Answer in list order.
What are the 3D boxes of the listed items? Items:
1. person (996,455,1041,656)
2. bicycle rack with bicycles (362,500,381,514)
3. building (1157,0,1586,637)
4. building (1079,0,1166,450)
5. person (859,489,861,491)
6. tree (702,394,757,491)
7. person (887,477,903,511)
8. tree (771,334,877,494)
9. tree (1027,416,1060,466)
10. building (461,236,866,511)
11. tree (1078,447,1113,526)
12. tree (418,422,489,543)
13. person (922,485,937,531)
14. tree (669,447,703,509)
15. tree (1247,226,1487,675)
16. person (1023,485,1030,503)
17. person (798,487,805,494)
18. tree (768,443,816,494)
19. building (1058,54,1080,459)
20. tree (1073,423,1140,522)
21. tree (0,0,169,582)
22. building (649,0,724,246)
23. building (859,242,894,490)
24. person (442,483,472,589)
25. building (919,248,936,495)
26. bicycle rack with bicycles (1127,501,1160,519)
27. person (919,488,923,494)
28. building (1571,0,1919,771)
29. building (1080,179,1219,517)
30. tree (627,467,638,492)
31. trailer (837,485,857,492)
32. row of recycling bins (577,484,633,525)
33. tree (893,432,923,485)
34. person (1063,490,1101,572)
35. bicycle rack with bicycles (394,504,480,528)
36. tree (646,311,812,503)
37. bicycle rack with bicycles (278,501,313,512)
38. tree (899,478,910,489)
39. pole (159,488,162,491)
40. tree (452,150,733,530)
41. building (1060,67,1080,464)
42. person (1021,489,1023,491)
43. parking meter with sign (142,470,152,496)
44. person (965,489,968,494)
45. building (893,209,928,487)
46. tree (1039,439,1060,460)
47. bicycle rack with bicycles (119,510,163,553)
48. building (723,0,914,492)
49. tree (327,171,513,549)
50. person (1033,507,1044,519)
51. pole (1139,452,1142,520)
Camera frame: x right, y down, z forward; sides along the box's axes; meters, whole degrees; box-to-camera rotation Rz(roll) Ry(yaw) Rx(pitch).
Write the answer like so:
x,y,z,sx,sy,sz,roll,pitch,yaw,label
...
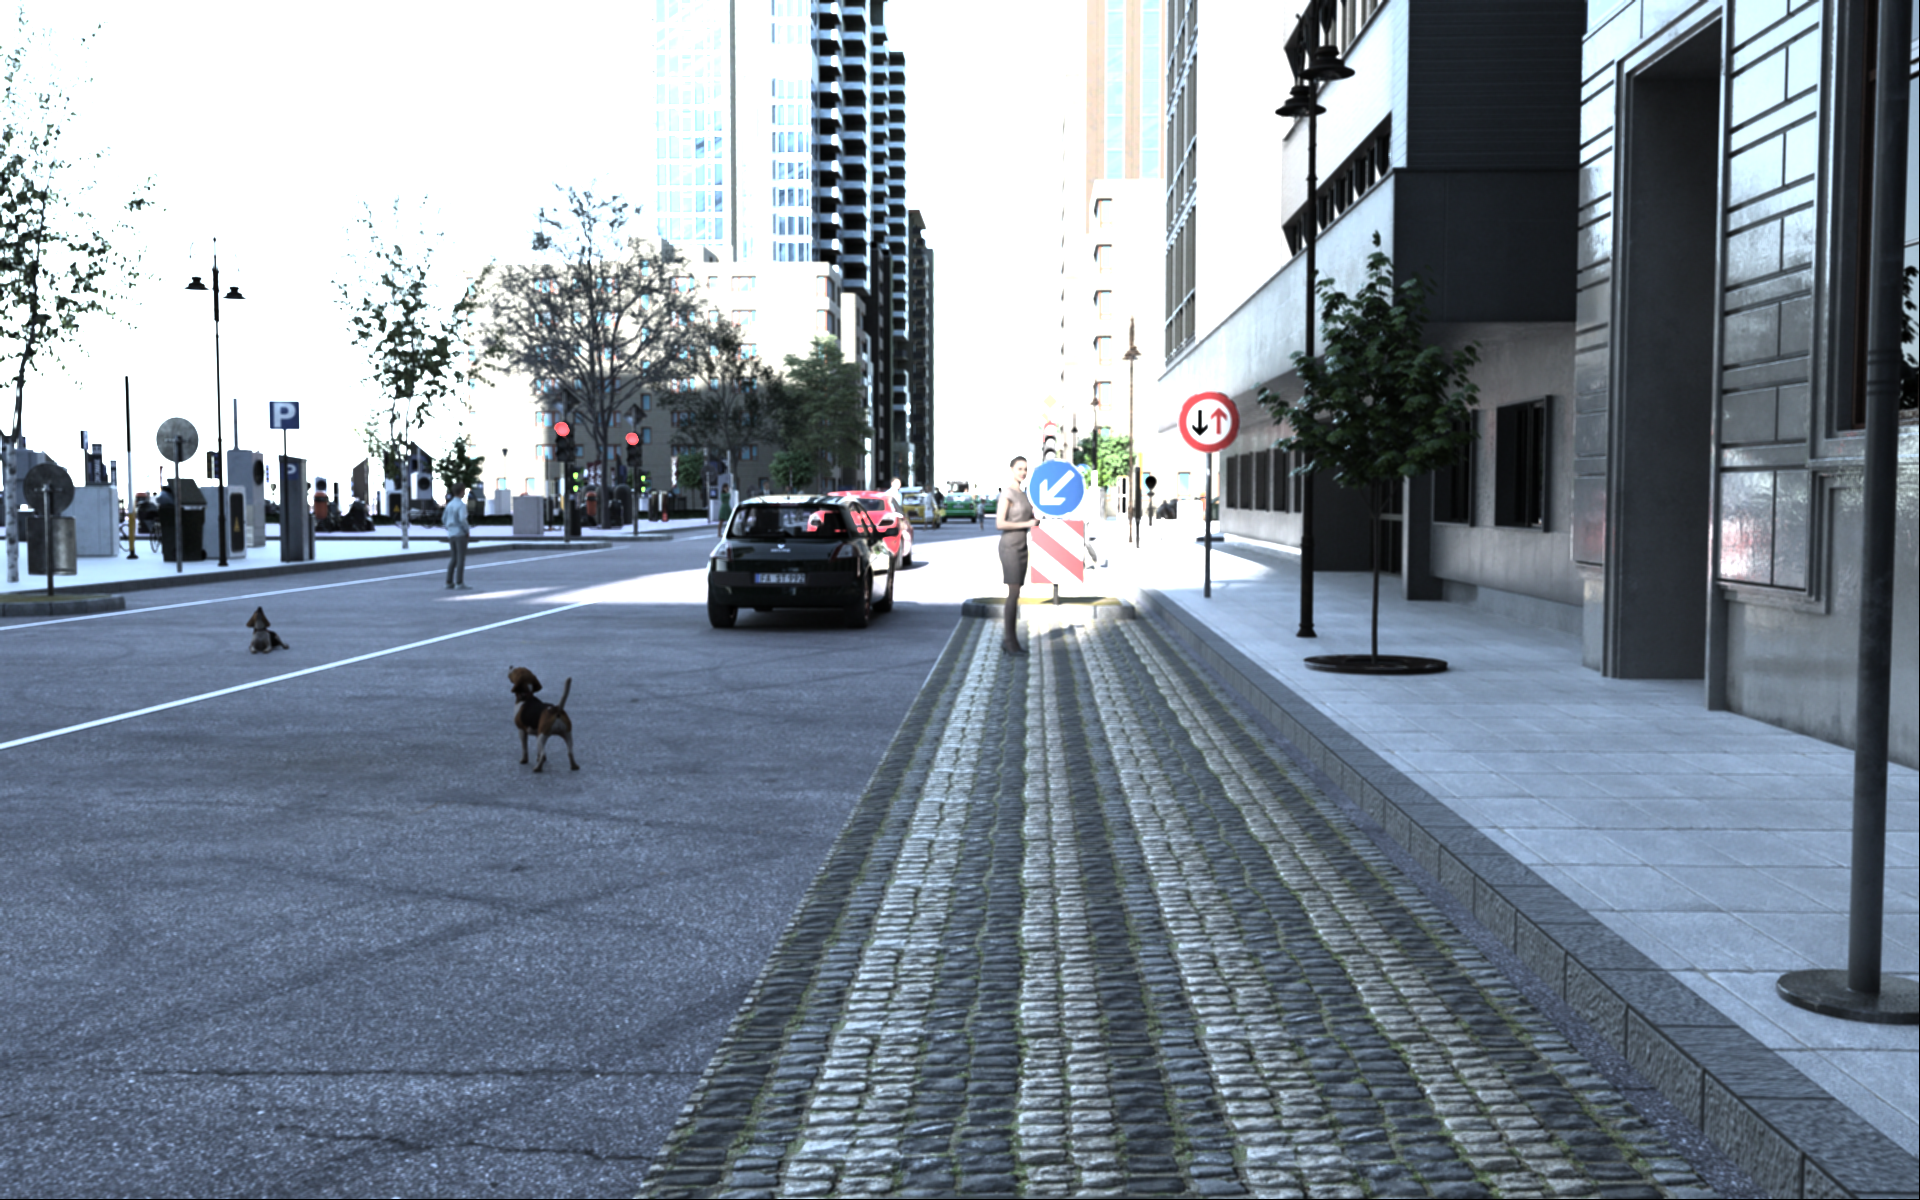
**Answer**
x,y,z,sx,sy,sz,roll,pitch,yaw,label
0.521,-0.406,15.485,0.374,1.781,0.599,2,4,25,person
-32.908,-5.140,97.428,2.852,0.926,2.925,0,4,-5,bicycle rack with bicycles
11.480,-12.807,28.464,14.314,24.678,30.058,0,4,2,building
17.400,-30.524,149.177,14.600,45.320,14.200,0,4,2,building
-6.924,-6.790,119.852,0.374,1.781,0.599,2,4,29,person
-16.910,-10.794,126.847,4.360,8.622,3.978,0,3,0,tree
-1.567,-1.927,40.021,0.620,1.820,0.660,2,4,27,person
-9.774,-12.505,122.585,7.486,12.596,7.792,0,3,0,tree
12.309,-17.978,219.702,9.928,11.665,9.643,0,3,0,tree
-22.992,-18.298,144.205,27.650,21.520,28.899,0,4,2,building
5.646,-4.658,70.759,1.663,3.219,1.824,0,3,0,tree
-13.249,-3.141,45.962,1.663,3.219,1.824,0,3,0,tree
-1.182,-3.593,67.599,0.624,1.780,0.694,0,3,0,person
-18.115,-8.195,117.704,4.285,4.588,4.351,0,3,0,tree
2.926,-1.105,12.670,1.663,3.219,1.824,0,3,0,tree
2.539,-3.576,67.233,0.793,1.790,0.793,0,4,5,person
-8.420,-5.101,92.029,0.709,1.813,0.853,3,5,44,person
-10.799,-7.837,111.840,4.285,4.588,4.351,0,3,0,tree
24.834,-57.078,245.900,22.319,86.520,31.000,0,4,2,building
6.713,-5.911,80.361,4.285,4.588,4.351,0,3,0,tree
-13.894,-4.586,25.336,4.360,8.622,3.978,0,3,0,tree
-19.252,-52.583,172.401,22.319,86.520,31.000,0,4,2,building
-15.066,-25.980,196.472,14.160,30.474,14.107,0,4,2,building
-7.552,-0.966,26.097,0.330,1.601,0.589,-3,5,-41,person
-11.381,-36.475,279.959,14.154,41.232,14.086,0,4,2,building
9.124,-4.601,88.604,2.852,0.926,2.925,2,4,30,bicycle rack with bicycles
-2.091,-5.090,92.469,0.760,1.731,0.466,-1,4,-17,person
9.193,-10.162,2.311,11.583,22.565,21.152,0,4,2,building
21.853,-16.170,109.420,27.650,21.520,28.899,0,4,2,building
-23.363,-7.894,123.673,1.663,3.219,1.824,0,3,0,tree
-7.293,-6.356,110.975,1.471,1.999,3.904,0,4,2,trailer
-15.274,-4.056,73.432,3.534,1.692,1.069,2,4,34,row of recycling bins
-6.655,-15.642,206.100,4.360,8.622,3.978,0,3,0,tree
2.186,-1.405,31.961,0.515,1.767,0.782,-3,5,-43,person
-19.579,-3.196,65.642,2.925,0.926,2.852,1,4,8,bicycle rack with bicycles
-11.350,-9.366,87.549,8.767,10.594,7.601,-3,4,-38,tree
-47.375,-6.673,122.491,2.925,0.926,2.852,0,4,0,bicycle rack with bicycles
-6.524,-12.630,201.094,1.663,3.219,1.824,0,3,0,tree
-60.237,-8.359,130.509,0.158,3.312,0.155,0,3,0,pole
-13.020,-9.315,62.669,12.009,13.543,11.850,0,3,0,tree
21.917,-34.720,191.371,21.300,48.544,21.600,0,4,2,building
4.497,-7.294,127.734,0.794,1.824,0.713,-1,4,-23,person
-59.426,-7.985,126.810,0.543,3.016,1.738,-1,4,-18,parking meter with sign
0.467,-6.434,113.977,0.520,1.790,0.573,2,4,32,person
-16.295,-36.940,258.596,22.147,44.769,28.867,0,4,2,building
12.114,-16.032,212.486,4.737,8.622,4.395,0,3,0,tree
-18.047,-1.528,38.372,2.852,0.926,2.925,0,4,-3,bicycle rack with bicycles
-16.853,-55.949,227.442,22.319,86.520,31.000,0,4,2,building
-12.880,-5.520,40.612,4.737,8.622,4.395,0,3,0,tree
2.958,-3.247,62.345,0.760,1.731,0.466,1,4,20,person
8.856,-5.574,84.970,0.158,3.312,0.155,0,3,0,pole
